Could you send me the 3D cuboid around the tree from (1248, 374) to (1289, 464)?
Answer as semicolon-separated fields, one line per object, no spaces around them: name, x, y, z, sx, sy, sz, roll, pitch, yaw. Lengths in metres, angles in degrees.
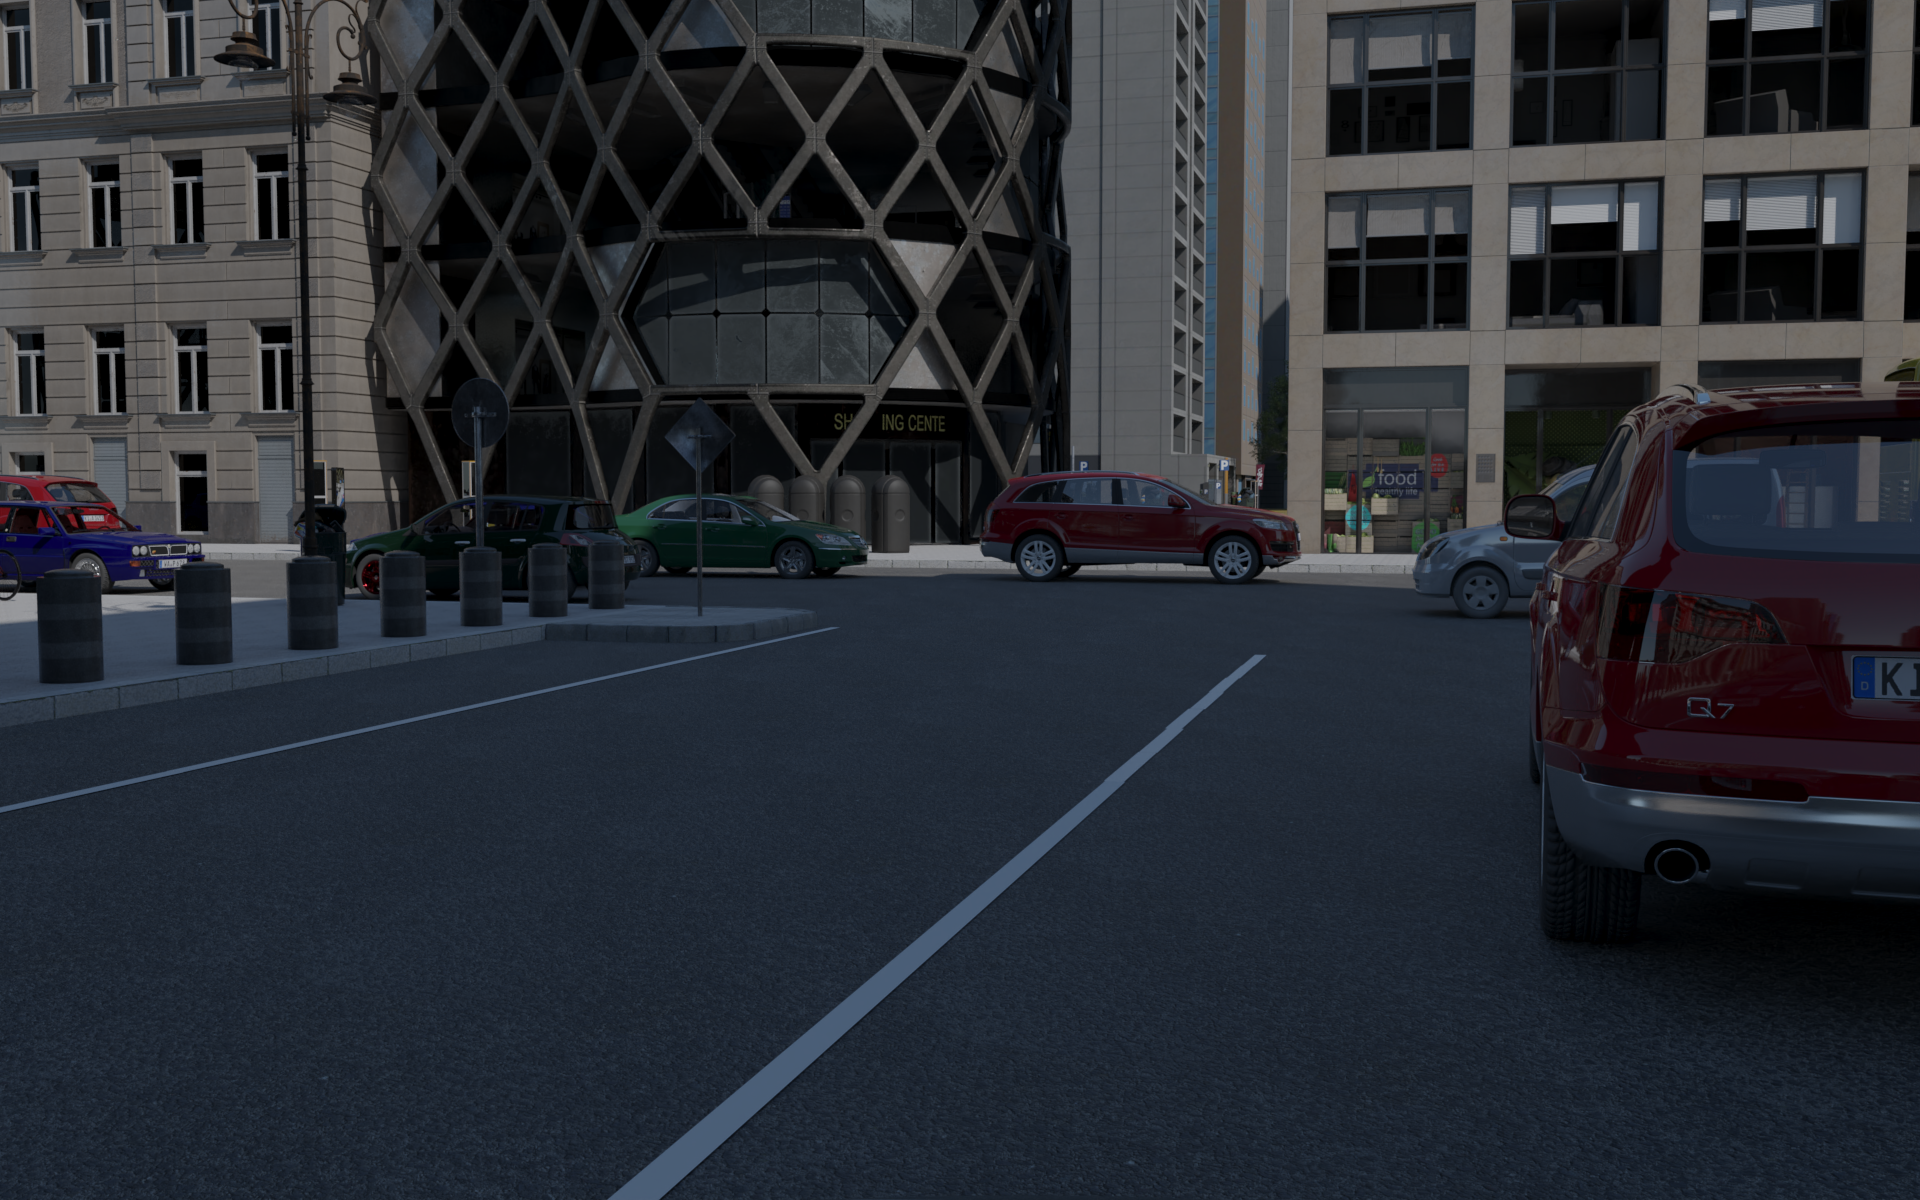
tree;22.739;-11.097;115.840;7.601;10.594;8.767;1;4;16

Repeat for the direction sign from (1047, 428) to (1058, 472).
direction sign;3.343;-4.138;59.649;0.876;3.537;0.379;0;4;7

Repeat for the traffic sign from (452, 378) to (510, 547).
traffic sign;-5.283;-1.157;19.031;0.768;2.556;0.104;1;4;22

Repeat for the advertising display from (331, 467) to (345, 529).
advertising display;-14.996;-2.237;41.789;0.123;1.923;0.974;-1;4;-9

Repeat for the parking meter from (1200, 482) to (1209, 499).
parking meter;11.877;-4.804;84.252;0.399;1.863;0.255;-2;4;-28

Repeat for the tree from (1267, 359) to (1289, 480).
tree;29.932;-14.445;142.830;9.857;13.997;8.962;0;3;0

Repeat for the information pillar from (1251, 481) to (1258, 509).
information pillar;16.378;-5.619;96.365;0.304;2.012;0.304;3;4;36

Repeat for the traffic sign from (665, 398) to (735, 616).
traffic sign;-2.723;-0.884;18.103;0.795;2.450;0.064;1;4;16

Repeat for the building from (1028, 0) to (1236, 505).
building;8.018;-41.465;116.200;20.563;71.187;20.611;1;4;16

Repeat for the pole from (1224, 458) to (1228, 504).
pole;14.912;-6.319;97.155;0.158;3.312;0.155;0;3;0

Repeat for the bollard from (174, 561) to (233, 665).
bollard;-5.741;0.096;13.141;0.404;0.777;0.398;0;3;0

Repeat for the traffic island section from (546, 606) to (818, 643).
traffic island section;-2.748;0.251;18.171;2.009;0.180;2.903;1;4;16

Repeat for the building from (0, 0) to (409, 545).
building;-25.741;-15.547;51.454;25.104;27.353;12.463;1;4;16

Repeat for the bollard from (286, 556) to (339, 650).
bollard;-5.385;0.020;14.397;0.404;0.777;0.398;0;3;0

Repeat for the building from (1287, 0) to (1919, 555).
building;25.977;-14.467;41.047;34.151;26.468;19.350;1;4;16

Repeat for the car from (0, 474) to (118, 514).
car;-19.181;-1.562;34.213;5.304;1.827;2.281;1;4;17

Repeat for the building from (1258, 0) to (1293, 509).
building;17.141;-37.932;162.187;28.212;58.520;21.231;1;4;16

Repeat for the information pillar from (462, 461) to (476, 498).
information pillar;-10.864;-2.085;38.584;0.304;2.012;0.304;3;5;40

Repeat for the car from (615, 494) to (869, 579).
car;-3.988;-1.131;30.285;4.920;1.459;2.131;1;4;14

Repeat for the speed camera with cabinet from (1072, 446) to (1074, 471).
speed camera with cabinet;4.803;-4.663;70.571;0.660;3.252;2.038;0;4;2

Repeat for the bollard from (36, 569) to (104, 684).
bollard;-6.098;0.174;11.873;0.404;0.777;0.398;0;3;0

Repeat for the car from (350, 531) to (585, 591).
car;-7.402;-0.868;26.766;3.894;1.354;1.945;1;4;15

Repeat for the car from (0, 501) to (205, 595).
car;-13.250;-0.798;25.623;3.894;1.354;1.945;1;4;16

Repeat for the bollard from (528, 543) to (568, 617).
bollard;-4.326;-0.212;18.181;0.404;0.777;0.398;0;3;0

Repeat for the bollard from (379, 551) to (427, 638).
bollard;-5.036;-0.057;15.655;0.404;0.777;0.398;0;3;0

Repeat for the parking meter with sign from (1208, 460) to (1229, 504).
parking meter with sign;13.085;-5.665;88.887;0.543;3.016;1.738;-2;4;-24

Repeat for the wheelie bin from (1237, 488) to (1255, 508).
wheelie bin;14.186;-4.763;85.785;0.980;1.594;0.693;-3;5;-42

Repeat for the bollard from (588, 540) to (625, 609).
bollard;-3.970;-0.289;19.437;0.404;0.777;0.398;0;3;0

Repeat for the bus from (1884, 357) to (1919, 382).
bus;20.510;-2.069;25.368;12.252;3.916;2.896;1;4;17

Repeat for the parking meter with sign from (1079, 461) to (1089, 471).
parking meter with sign;6.117;-5.821;91.430;0.543;3.016;1.738;3;4;36

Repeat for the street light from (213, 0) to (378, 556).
street light;-5.644;-2.577;14.923;0.468;5.910;1.993;1;4;16

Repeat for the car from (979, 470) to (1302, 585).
car;2.971;-1.224;28.682;5.304;1.827;2.281;1;4;15

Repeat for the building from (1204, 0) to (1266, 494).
building;15.635;-29.528;132.900;14.600;45.320;14.200;1;4;16

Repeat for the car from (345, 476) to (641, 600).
car;-6.394;-0.841;23.543;4.222;1.686;2.009;1;4;17

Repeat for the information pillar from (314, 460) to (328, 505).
information pillar;-14.008;-2.045;37.929;0.304;2.012;0.304;-1;4;-17

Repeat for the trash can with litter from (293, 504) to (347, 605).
trash can with litter;-7.477;-0.531;20.075;0.624;1.170;1.055;-2;4;-31

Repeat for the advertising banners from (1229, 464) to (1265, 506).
advertising banners;16.885;-6.468;101.932;2.074;3.025;0.090;1;4;16

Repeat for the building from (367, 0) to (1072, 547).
building;-5.072;-11.031;47.810;16.811;18.784;16.820;1;4;16

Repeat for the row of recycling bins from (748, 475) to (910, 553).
row of recycling bins;-2.854;-1.870;37.683;3.534;1.692;1.069;0;4;-2

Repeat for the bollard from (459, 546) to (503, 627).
bollard;-4.679;-0.134;16.916;0.404;0.777;0.398;0;3;0

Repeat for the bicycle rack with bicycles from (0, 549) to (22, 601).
bicycle rack with bicycles;-13.012;-0.433;20.462;2.925;0.926;2.852;2;4;31

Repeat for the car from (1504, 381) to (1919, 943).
car;3.304;0.118;6.751;2.281;1.827;5.304;1;4;18

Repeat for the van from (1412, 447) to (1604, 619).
van;7.417;-0.811;20.267;4.112;2.044;2.013;1;4;14
